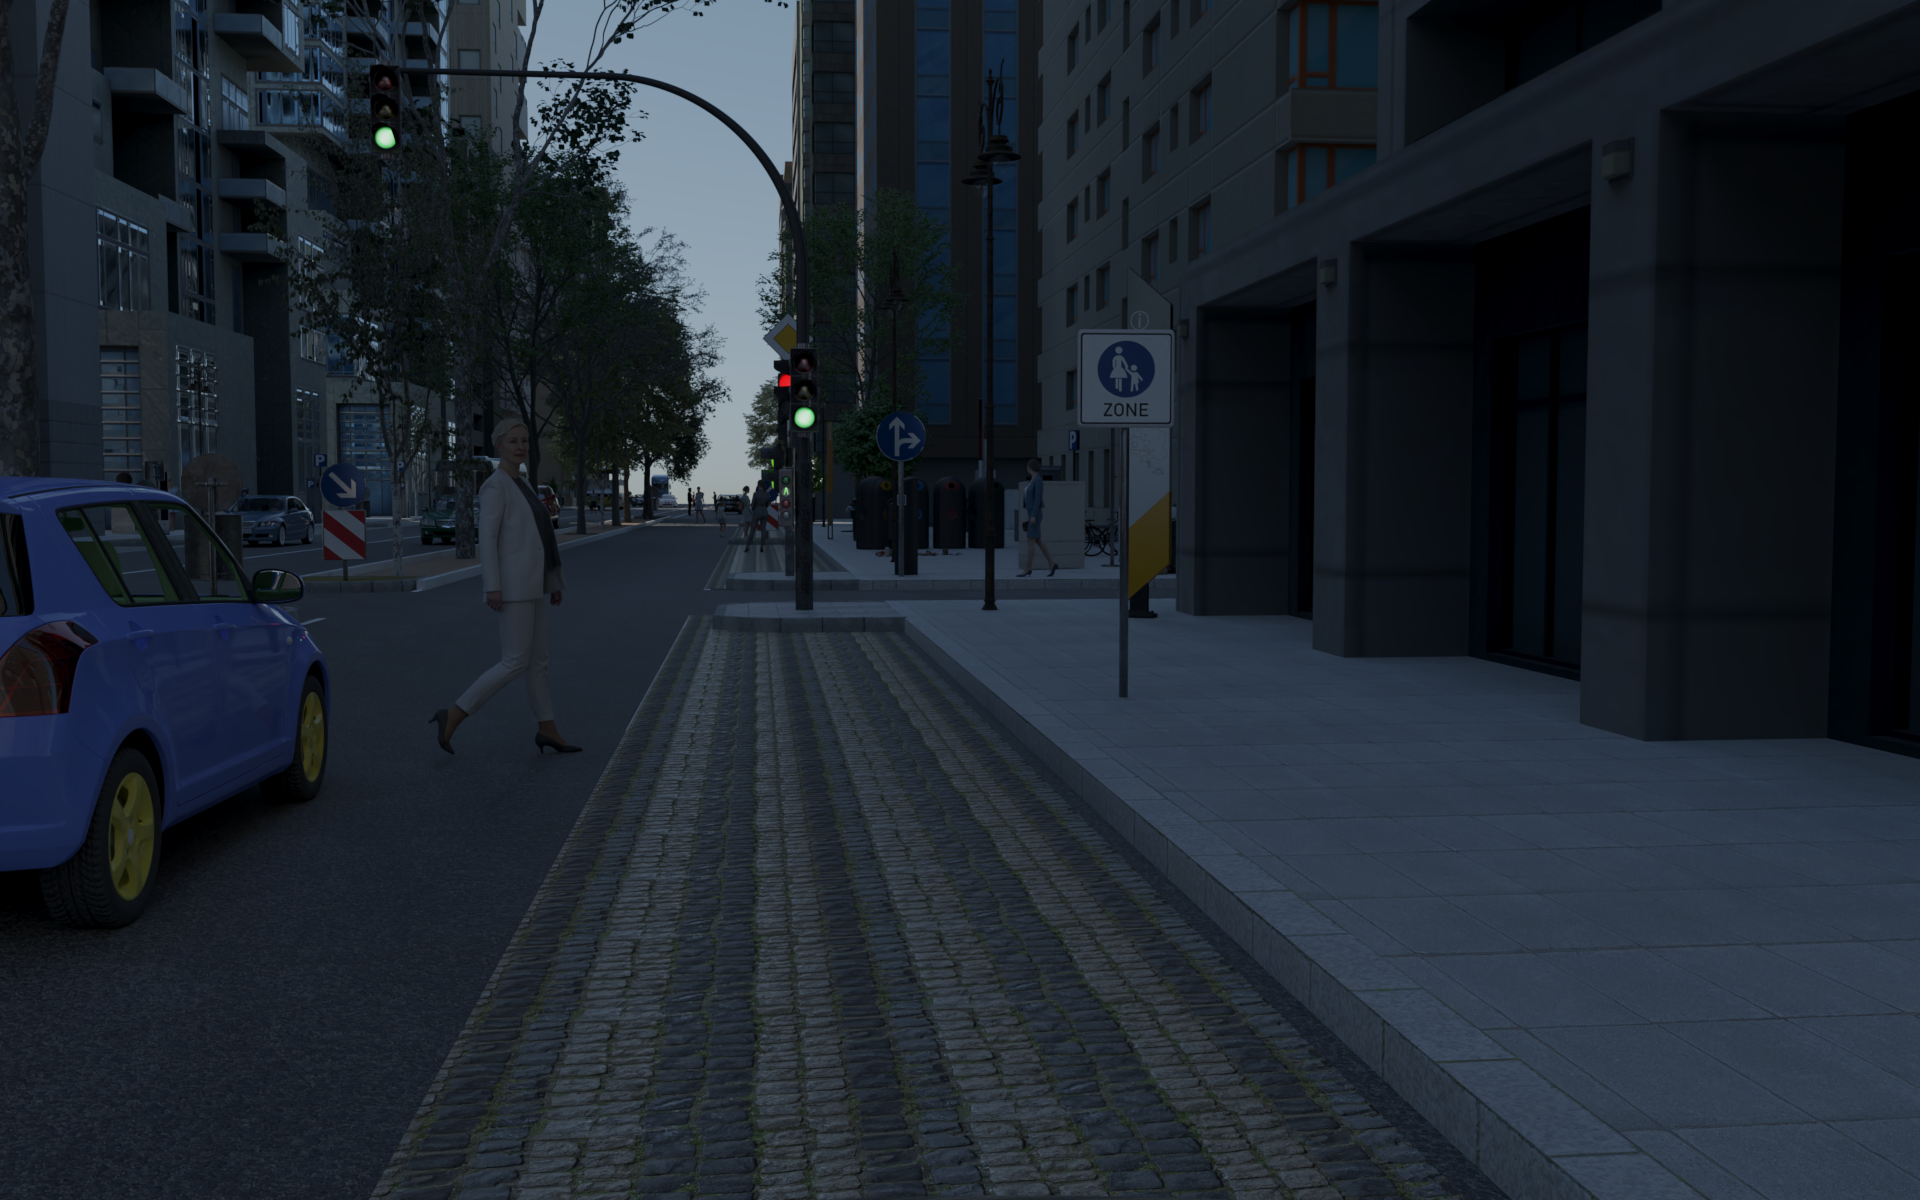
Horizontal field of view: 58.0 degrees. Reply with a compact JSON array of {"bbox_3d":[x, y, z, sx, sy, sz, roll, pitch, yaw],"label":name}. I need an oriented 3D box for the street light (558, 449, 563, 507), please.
[{"bbox_3d":[-38.907,-12.006,169.091,0.468,5.910,1.993,0,4,-7],"label":"street light"}]

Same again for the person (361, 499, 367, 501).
[{"bbox_3d":[-32.894,-5.426,95.037,0.678,1.792,0.850,-1,4,-19],"label":"person"}]

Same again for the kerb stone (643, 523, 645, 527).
[{"bbox_3d":[-13.682,-3.172,74.052,0.120,0.150,1.000,0,4,-7],"label":"kerb stone"}]

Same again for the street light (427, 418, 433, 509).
[{"bbox_3d":[-30.963,-7.845,101.048,0.468,5.910,1.993,0,4,-7],"label":"street light"}]

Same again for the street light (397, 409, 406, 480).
[{"bbox_3d":[-30.171,-7.405,93.864,0.468,5.910,1.993,0,4,-7],"label":"street light"}]

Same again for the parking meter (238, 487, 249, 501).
[{"bbox_3d":[-26.262,-3.370,63.503,0.372,1.533,0.369,0,3,0],"label":"parking meter"}]

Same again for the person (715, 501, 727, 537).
[{"bbox_3d":[-8.024,-2.710,57.816,0.505,1.210,0.382,3,5,40],"label":"person"}]

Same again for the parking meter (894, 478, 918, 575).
[{"bbox_3d":[-0.854,-1.166,27.476,0.372,1.533,0.369,0,3,0],"label":"parking meter"}]

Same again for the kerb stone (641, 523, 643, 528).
[{"bbox_3d":[-13.570,-3.109,73.037,0.120,0.150,1.000,0,4,-7],"label":"kerb stone"}]

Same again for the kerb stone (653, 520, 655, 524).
[{"bbox_3d":[-14.526,-3.606,81.176,0.120,0.150,1.000,0,4,-7],"label":"kerb stone"}]

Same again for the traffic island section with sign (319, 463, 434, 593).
[{"bbox_3d":[-9.118,-1.097,26.068,2.006,1.907,1.989,0,4,-7],"label":"traffic island section with sign"}]

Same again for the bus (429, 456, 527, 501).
[{"bbox_3d":[-23.042,-5.433,83.688,2.948,3.499,13.247,0,4,-7],"label":"bus"}]

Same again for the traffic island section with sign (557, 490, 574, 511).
[{"bbox_3d":[-34.806,-8.726,151.293,1.989,1.847,2.006,0,4,-7],"label":"traffic island section with sign"}]

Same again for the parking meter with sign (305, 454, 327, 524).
[{"bbox_3d":[-27.910,-4.799,74.733,0.543,3.016,1.738,0,4,2],"label":"parking meter with sign"}]

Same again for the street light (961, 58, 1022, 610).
[{"bbox_3d":[0.330,-2.826,18.996,0.468,5.910,1.993,0,4,-7],"label":"street light"}]

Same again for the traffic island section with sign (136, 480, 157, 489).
[{"bbox_3d":[-22.655,-2.401,47.891,1.989,1.847,2.006,0,4,-7],"label":"traffic island section with sign"}]

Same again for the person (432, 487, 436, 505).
[{"bbox_3d":[-31.343,-5.931,103.798,0.721,1.735,1.217,0,4,-4],"label":"person"}]

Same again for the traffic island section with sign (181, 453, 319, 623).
[{"bbox_3d":[-8.262,-0.647,18.710,2.006,1.907,1.989,0,4,-7],"label":"traffic island section with sign"}]

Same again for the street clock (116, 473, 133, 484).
[{"bbox_3d":[-28.060,-3.281,58.209,0.471,2.002,0.358,-1,4,-18],"label":"street clock"}]

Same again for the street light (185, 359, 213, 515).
[{"bbox_3d":[-26.126,-5.309,59.597,0.468,5.910,1.993,0,4,-7],"label":"street light"}]

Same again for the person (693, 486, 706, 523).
[{"bbox_3d":[-12.861,-4.694,85.333,0.616,1.811,0.778,2,4,27],"label":"person"}]

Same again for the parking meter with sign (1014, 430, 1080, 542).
[{"bbox_3d":[2.338,-3.099,46.925,1.738,3.016,0.543,-1,4,-21],"label":"parking meter with sign"}]

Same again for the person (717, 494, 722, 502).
[{"bbox_3d":[-19.865,-8.082,143.898,0.557,1.426,1.065,1,4,23],"label":"person"}]

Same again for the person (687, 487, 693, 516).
[{"bbox_3d":[-17.715,-6.461,113.769,0.705,1.869,1.348,-1,4,-16],"label":"person"}]

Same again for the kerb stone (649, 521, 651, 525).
[{"bbox_3d":[-14.160,-3.415,78.125,0.120,0.150,1.000,0,4,-7],"label":"kerb stone"}]

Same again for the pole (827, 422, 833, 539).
[{"bbox_3d":[-3.673,-3.372,48.969,0.158,3.312,0.155,0,3,0],"label":"pole"}]

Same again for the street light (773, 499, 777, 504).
[{"bbox_3d":[-27.995,-17.578,260.191,0.468,5.910,1.993,0,4,-7],"label":"street light"}]

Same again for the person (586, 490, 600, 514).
[{"bbox_3d":[-25.902,-6.921,122.442,1.217,1.735,0.721,-1,4,-14],"label":"person"}]

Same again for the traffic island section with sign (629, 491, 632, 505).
[{"bbox_3d":[-44.451,-13.738,233.238,1.989,1.847,2.006,0,4,-7],"label":"traffic island section with sign"}]

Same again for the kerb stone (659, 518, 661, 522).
[{"bbox_3d":[-15.127,-3.920,86.280,0.120,0.150,1.000,0,4,-7],"label":"kerb stone"}]

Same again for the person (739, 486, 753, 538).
[{"bbox_3d":[-6.770,-2.777,54.903,0.522,1.701,0.512,-2,4,-30],"label":"person"}]

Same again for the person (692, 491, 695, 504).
[{"bbox_3d":[-29.534,-11.124,191.185,0.742,1.727,0.445,2,4,30],"label":"person"}]

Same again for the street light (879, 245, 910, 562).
[{"bbox_3d":[-1.225,-3.646,32.397,0.468,5.910,1.993,0,4,-7],"label":"street light"}]

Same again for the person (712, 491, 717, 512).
[{"bbox_3d":[-19.418,-7.765,136.923,0.415,1.643,0.593,-2,4,-28],"label":"person"}]

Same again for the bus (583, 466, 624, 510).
[{"bbox_3d":[-31.757,-10.050,155.867,2.896,3.916,12.252,0,4,-5],"label":"bus"}]

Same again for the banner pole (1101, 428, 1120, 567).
[{"bbox_3d":[2.919,-2.484,30.634,0.863,3.779,0.401,-1,4,-15],"label":"banner pole"}]

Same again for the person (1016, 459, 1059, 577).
[{"bbox_3d":[1.197,-1.267,26.777,0.654,1.822,0.581,1,4,10],"label":"person"}]

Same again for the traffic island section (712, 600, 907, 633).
[{"bbox_3d":[-1.714,0.186,19.236,2.009,0.180,2.903,0,4,-7],"label":"traffic island section"}]

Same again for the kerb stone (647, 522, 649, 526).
[{"bbox_3d":[-14.053,-3.358,77.097,0.120,0.150,1.000,0,4,-7],"label":"kerb stone"}]

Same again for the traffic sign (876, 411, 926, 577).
[{"bbox_3d":[-0.909,-1.633,26.800,0.768,2.556,0.104,0,4,-2],"label":"traffic sign"}]

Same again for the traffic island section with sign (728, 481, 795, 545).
[{"bbox_3d":[-5.615,-2.497,49.460,1.989,1.847,2.006,0,4,-7],"label":"traffic island section with sign"}]

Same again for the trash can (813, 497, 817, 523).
[{"bbox_3d":[-6.531,-3.841,74.455,0.748,1.137,0.748,0,3,0],"label":"trash can"}]

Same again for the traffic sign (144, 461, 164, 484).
[{"bbox_3d":[-24.990,-3.158,53.757,0.606,2.300,0.079,0,4,0],"label":"traffic sign"}]

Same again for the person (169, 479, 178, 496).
[{"bbox_3d":[-27.114,-3.261,59.461,0.616,1.811,0.778,-2,4,-25],"label":"person"}]

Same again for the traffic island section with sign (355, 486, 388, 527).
[{"bbox_3d":[-25.801,-4.039,74.662,1.989,1.847,2.006,0,4,-7],"label":"traffic island section with sign"}]

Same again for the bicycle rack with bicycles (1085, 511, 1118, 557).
[{"bbox_3d":[2.973,-1.406,36.365,2.925,0.926,2.852,0,4,7],"label":"bicycle rack with bicycles"}]

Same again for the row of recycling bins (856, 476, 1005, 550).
[{"bbox_3d":[-0.701,-2.048,40.604,3.534,1.692,1.069,-1,4,-16],"label":"row of recycling bins"}]

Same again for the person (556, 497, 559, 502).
[{"bbox_3d":[-26.293,-6.224,110.985,1.217,1.743,0.721,0,4,3],"label":"person"}]

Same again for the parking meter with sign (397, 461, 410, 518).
[{"bbox_3d":[-29.553,-5.852,91.940,0.543,3.016,1.738,-1,4,-8],"label":"parking meter with sign"}]

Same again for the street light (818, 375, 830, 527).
[{"bbox_3d":[-5.302,-5.775,67.203,0.468,5.910,1.993,0,4,-7],"label":"street light"}]

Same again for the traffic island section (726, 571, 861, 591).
[{"bbox_3d":[-2.646,-0.299,27.167,2.009,0.180,2.903,0,4,-7],"label":"traffic island section"}]

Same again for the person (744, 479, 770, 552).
[{"bbox_3d":[-4.972,-2.055,42.376,0.573,1.790,0.520,3,4,39],"label":"person"}]

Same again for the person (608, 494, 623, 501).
[{"bbox_3d":[-23.531,-6.674,118.146,1.217,1.766,0.721,1,4,22],"label":"person"}]

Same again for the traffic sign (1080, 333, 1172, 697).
[{"bbox_3d":[1.031,-0.534,10.863,0.606,2.300,0.079,0,4,-3],"label":"traffic sign"}]

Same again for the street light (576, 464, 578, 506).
[{"bbox_3d":[-40.660,-12.901,183.712,0.468,5.910,1.993,0,4,-7],"label":"street light"}]

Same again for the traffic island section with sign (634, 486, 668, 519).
[{"bbox_3d":[-17.902,-5.661,100.693,2.006,1.907,1.989,0,4,-7],"label":"traffic island section with sign"}]

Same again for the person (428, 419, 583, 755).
[{"bbox_3d":[-2.485,-0.065,9.449,0.818,1.842,0.514,-1,4,-15],"label":"person"}]
